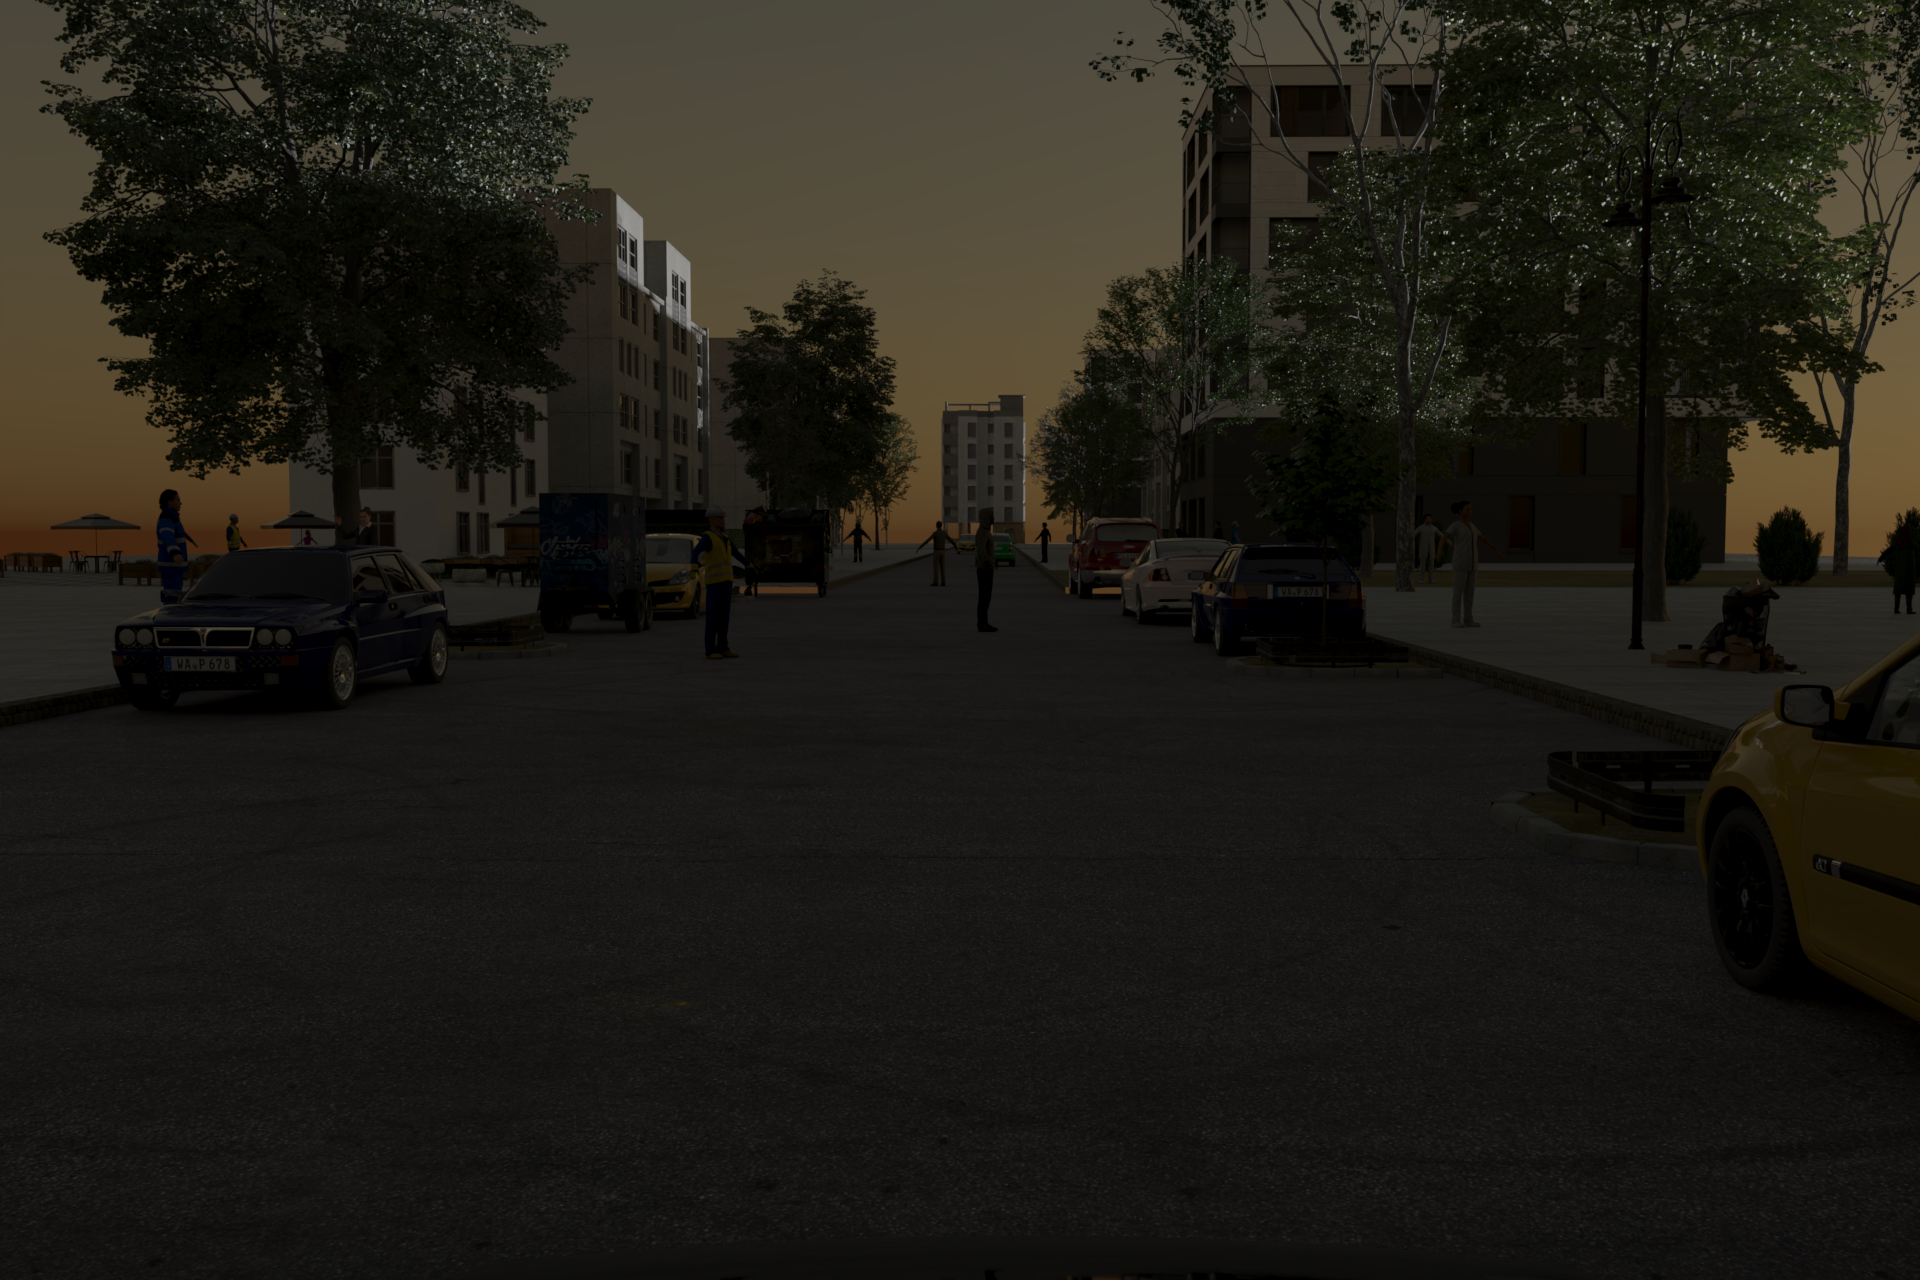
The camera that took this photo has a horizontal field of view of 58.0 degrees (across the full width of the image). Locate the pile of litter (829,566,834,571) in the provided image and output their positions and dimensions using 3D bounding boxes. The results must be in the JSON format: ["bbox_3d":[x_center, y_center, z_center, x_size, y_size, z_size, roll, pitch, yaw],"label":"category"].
[{"bbox_3d":[-5.005,-2.847,60.519,1.176,0.858,1.719,0,4,1],"label":"pile of litter"}]

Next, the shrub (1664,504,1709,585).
[{"bbox_3d":[17.940,-2.423,43.662,1.661,2.075,1.752,0,3,0],"label":"shrub"}]

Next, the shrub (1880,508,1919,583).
[{"bbox_3d":[25.046,-2.511,45.466,1.690,2.028,1.600,0,3,0],"label":"shrub"}]

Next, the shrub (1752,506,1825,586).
[{"bbox_3d":[20.594,-2.364,43.070,1.690,2.028,1.600,0,3,0],"label":"shrub"}]

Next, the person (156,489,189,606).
[{"bbox_3d":[-9.570,-0.925,21.107,0.704,1.831,1.345,-1,4,-22],"label":"person"}]

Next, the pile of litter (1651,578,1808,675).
[{"bbox_3d":[7.366,-0.164,16.642,1.176,0.858,1.719,0,4,1],"label":"pile of litter"}]

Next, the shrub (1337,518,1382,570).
[{"bbox_3d":[14.102,-3.502,61.304,1.661,2.075,1.752,0,3,0],"label":"shrub"}]

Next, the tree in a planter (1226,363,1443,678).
[{"bbox_3d":[3.836,-1.279,18.131,1.991,3.239,1.994,0,4,2],"label":"tree in a planter"}]

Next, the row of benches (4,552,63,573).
[{"bbox_3d":[-31.548,-2.661,58.966,4.104,0.672,1.422,3,5,45],"label":"row of benches"}]

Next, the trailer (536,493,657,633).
[{"bbox_3d":[-5.347,-1.085,24.781,1.471,1.999,3.904,0,4,1],"label":"trailer"}]

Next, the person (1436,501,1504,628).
[{"bbox_3d":[6.988,-1.041,23.793,1.217,1.739,0.721,-2,4,-29],"label":"person"}]

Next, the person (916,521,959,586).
[{"bbox_3d":[-0.588,-2.389,47.792,1.348,1.796,0.705,-2,4,-30],"label":"person"}]

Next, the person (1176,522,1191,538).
[{"bbox_3d":[9.527,-4.185,74.655,1.346,1.802,0.704,-3,4,-36],"label":"person"}]

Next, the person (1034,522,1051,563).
[{"bbox_3d":[3.754,-4.358,77.434,0.705,1.806,1.347,2,4,35],"label":"person"}]

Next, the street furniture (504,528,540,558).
[{"bbox_3d":[-11.956,-3.334,61.360,9.812,1.723,11.010,0,4,-7],"label":"street furniture"}]

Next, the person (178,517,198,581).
[{"bbox_3d":[-21.586,-2.548,47.795,1.346,1.812,0.704,2,4,26],"label":"person"}]

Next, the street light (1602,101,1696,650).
[{"bbox_3d":[7.536,-2.834,19.118,0.468,5.910,1.993,0,4,1],"label":"street light"}]

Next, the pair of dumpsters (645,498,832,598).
[{"bbox_3d":[-5.154,-2.106,39.387,4.436,2.255,1.574,0,4,1],"label":"pair of dumpsters"}]

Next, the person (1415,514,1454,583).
[{"bbox_3d":[12.140,-2.372,44.965,1.347,1.806,0.705,0,4,-3],"label":"person"}]

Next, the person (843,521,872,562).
[{"bbox_3d":[-4.617,-4.429,78.189,1.354,1.856,0.705,1,4,14],"label":"person"}]

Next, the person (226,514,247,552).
[{"bbox_3d":[-19.812,-2.531,47.354,0.705,1.833,1.349,0,4,-5],"label":"person"}]

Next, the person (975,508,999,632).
[{"bbox_3d":[0.403,-1.033,25.476,0.705,1.813,1.348,0,4,6],"label":"person"}]

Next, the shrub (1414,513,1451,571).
[{"bbox_3d":[16.176,-3.394,59.912,1.690,2.028,1.600,0,3,0],"label":"shrub"}]

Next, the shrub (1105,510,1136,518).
[{"bbox_3d":[5.131,-3.174,55.940,1.661,2.075,1.752,0,3,0],"label":"shrub"}]

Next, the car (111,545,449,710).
[{"bbox_3d":[-5.864,-0.169,15.340,1.945,1.354,3.894,0,4,1],"label":"car"}]

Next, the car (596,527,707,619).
[{"bbox_3d":[-5.232,-1.233,30.384,2.015,1.641,3.980,0,4,1],"label":"car"}]

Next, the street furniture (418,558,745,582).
[{"bbox_3d":[-11.120,-1.970,47.832,10.072,0.657,5.734,0,4,8],"label":"street furniture"}]

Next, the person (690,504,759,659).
[{"bbox_3d":[-2.727,-0.675,19.954,0.721,1.772,1.216,2,4,29],"label":"person"}]

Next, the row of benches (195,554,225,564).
[{"bbox_3d":[-22.437,-2.281,52.753,1.422,0.672,4.104,-3,4,-38],"label":"row of benches"}]

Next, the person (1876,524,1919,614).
[{"bbox_3d":[15.233,-1.141,27.861,0.599,1.438,0.989,-3,4,-36],"label":"person"}]

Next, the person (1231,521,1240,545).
[{"bbox_3d":[11.320,-3.974,71.104,0.704,1.817,1.347,0,4,2],"label":"person"}]

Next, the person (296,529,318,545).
[{"bbox_3d":[-21.515,-2.922,57.034,0.599,1.433,0.991,2,4,35],"label":"person"}]

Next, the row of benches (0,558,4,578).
[{"bbox_3d":[-29.268,-2.235,51.999,1.422,0.672,4.104,-2,4,-34],"label":"row of benches"}]

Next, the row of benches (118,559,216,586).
[{"bbox_3d":[-19.130,-1.681,42.954,4.104,0.672,1.422,2,4,24],"label":"row of benches"}]

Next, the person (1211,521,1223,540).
[{"bbox_3d":[11.069,-4.194,74.507,0.705,1.837,1.347,2,4,30],"label":"person"}]

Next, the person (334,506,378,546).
[{"bbox_3d":[-9.750,-1.290,27.934,0.742,1.727,0.445,0,4,-4],"label":"person"}]

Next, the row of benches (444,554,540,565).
[{"bbox_3d":[-14.067,-2.311,53.244,1.422,0.672,4.104,2,4,35],"label":"row of benches"}]

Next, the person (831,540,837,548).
[{"bbox_3d":[-3.902,-2.451,45.929,1.347,1.847,0.705,-2,4,-32],"label":"person"}]
